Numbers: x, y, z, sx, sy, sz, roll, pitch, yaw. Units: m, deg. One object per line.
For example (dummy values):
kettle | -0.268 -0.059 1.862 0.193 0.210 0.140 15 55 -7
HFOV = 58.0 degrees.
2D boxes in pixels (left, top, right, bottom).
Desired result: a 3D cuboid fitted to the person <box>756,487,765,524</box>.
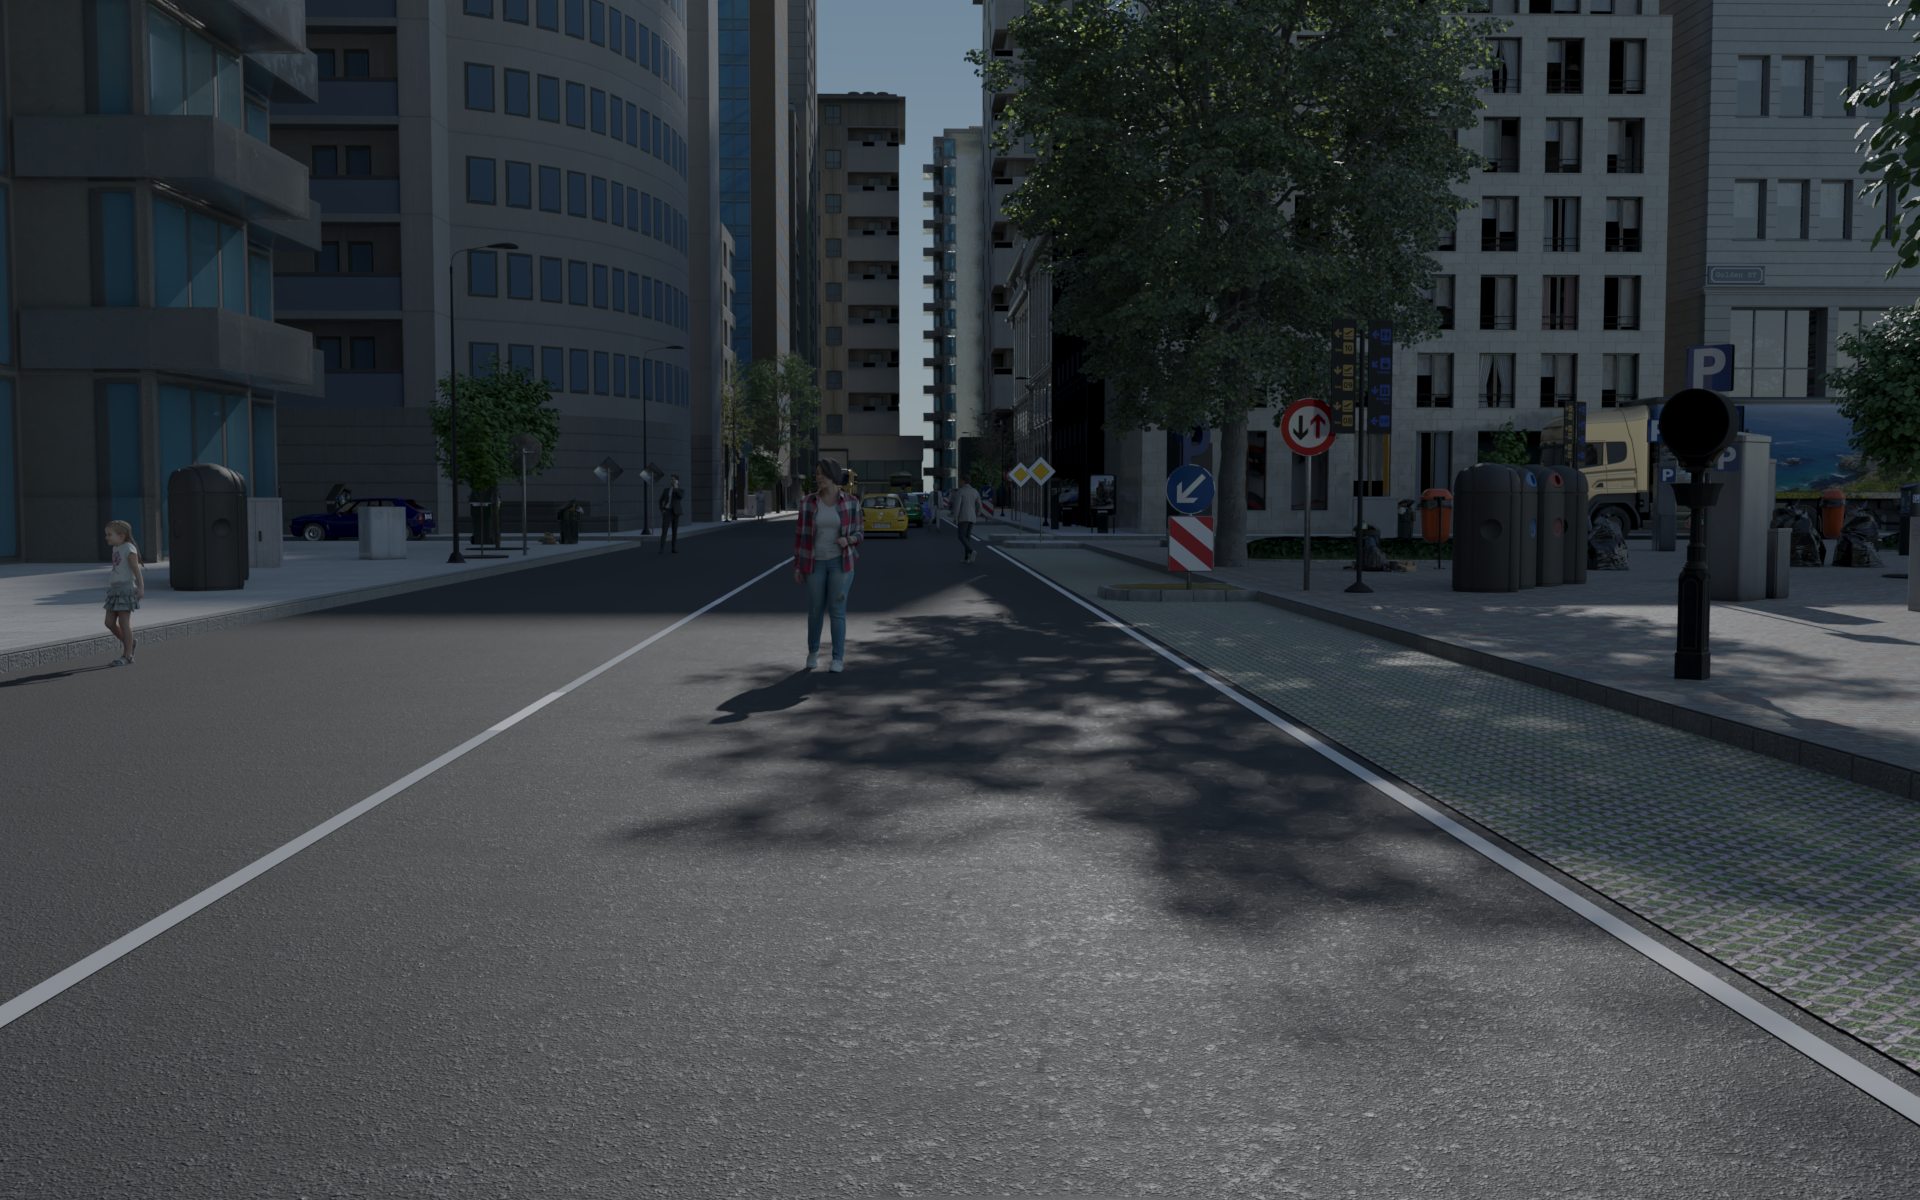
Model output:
person | -9.505 -4.498 82.606 0.480 1.755 0.524 -2 4 -26

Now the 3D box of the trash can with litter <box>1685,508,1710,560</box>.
trash can with litter | 10.914 -0.856 25.382 0.624 1.170 1.055 1 4 18

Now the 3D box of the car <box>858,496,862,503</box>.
car | -9.702 -10.498 181.873 2.015 1.641 3.980 0 4 -3

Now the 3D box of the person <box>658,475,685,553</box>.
person | -6.989 -2.088 42.008 0.648 1.900 0.474 -1 4 -13

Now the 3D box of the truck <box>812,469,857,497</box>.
truck | -9.644 -8.591 136.388 3.469 3.379 9.791 0 4 -1

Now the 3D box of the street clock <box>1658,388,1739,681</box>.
street clock | 5.089 -0.453 11.979 0.471 2.002 0.358 3 5 40

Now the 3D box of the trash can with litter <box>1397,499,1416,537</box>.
trash can with litter | 10.858 -1.945 43.193 0.624 1.170 1.055 -2 4 -28

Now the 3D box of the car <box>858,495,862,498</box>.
car | -11.314 -11.511 200.776 1.945 1.354 3.894 0 4 0

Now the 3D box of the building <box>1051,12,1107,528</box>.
building | 10.717 -14.908 73.424 12.332 23.373 15.834 0 4 -2

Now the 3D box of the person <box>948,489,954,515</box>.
person | -0.538 -6.283 111.711 0.515 1.767 0.782 0 4 8

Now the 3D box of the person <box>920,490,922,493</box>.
person | -3.897 -10.197 175.088 0.709 1.838 0.599 1 4 14

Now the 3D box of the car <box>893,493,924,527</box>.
car | -2.520 -4.091 75.680 1.959 1.807 4.718 0 4 -2

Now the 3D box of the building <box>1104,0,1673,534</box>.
building | 14.045 -12.567 60.224 16.860 20.320 10.420 0 4 -2

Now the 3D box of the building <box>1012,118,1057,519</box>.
building | 10.360 -15.387 93.376 13.314 21.916 24.055 0 4 -2

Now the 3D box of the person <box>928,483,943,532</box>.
person | -0.952 -3.494 65.501 0.514 1.842 0.818 -2 4 -28

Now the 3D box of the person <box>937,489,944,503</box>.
person | -1.508 -6.744 119.043 0.678 1.792 0.850 -2 4 -30

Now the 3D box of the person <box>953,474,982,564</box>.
person | 0.186 -1.675 35.734 0.661 1.843 0.795 -3 4 -36

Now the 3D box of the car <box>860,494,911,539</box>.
car | -2.601 -2.860 56.978 2.015 1.641 3.980 0 4 -3

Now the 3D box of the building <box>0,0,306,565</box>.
building | -28.848 -25.125 30.395 30.456 49.044 23.786 0 4 -2

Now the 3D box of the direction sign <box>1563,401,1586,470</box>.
direction sign | 14.990 -3.076 42.294 0.876 3.537 0.379 -3 4 -36

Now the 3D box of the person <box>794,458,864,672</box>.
person | -1.062 -0.290 14.077 0.563 1.720 0.643 0 4 3

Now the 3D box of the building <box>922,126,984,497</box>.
building | 10.376 -37.050 225.377 30.456 49.044 23.786 0 4 -2

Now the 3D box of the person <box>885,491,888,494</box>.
person | -6.888 -9.185 159.195 0.721 1.766 1.217 -2 4 -24

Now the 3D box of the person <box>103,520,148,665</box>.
person | -6.965 -0.064 14.561 0.505 1.210 0.382 3 4 36

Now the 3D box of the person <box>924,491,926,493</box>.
person | -3.926 -11.677 200.131 1.217 1.735 0.721 3 5 44

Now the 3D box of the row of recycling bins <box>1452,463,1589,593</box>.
row of recycling bins | 7.729 -1.028 23.915 1.069 1.692 3.534 3 4 38

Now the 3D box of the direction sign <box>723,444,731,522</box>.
direction sign | -10.603 -5.305 78.732 0.379 3.537 0.876 0 4 3

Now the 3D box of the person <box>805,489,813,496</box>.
person | -8.952 -5.732 102.793 0.524 1.755 0.480 0 4 2

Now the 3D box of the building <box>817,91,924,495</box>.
building | -18.680 -39.022 227.247 27.495 52.752 28.713 0 4 -2

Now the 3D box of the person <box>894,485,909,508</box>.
person | -2.355 -3.693 69.054 0.592 1.802 0.473 3 5 39

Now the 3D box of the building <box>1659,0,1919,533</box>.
building | 38.441 -17.335 60.925 29.804 29.767 11.434 0 4 -2

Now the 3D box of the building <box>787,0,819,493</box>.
building | -26.560 -46.144 192.709 20.611 71.187 20.563 0 4 -2

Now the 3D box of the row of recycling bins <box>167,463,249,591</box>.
row of recycling bins | -10.599 -1.059 24.431 1.069 1.692 3.534 -1 4 -21

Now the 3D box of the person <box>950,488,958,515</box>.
person | -0.270 -6.119 108.812 0.850 1.792 0.678 -2 4 -31

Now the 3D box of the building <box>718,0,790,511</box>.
building | -20.762 -29.674 135.286 14.600 45.320 14.200 0 4 -2

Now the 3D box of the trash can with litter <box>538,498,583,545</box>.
trash can with litter | -10.172 -2.002 44.122 1.055 1.170 0.624 -2 4 -33

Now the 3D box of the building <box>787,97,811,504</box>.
building | -22.436 -29.978 173.740 14.154 41.232 14.086 0 4 -2

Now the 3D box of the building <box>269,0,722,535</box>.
building | -21.394 -32.089 66.659 21.231 58.520 28.212 0 4 -2

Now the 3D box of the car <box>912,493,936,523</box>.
car | -2.007 -4.687 86.216 1.945 1.707 3.694 0 4 -2

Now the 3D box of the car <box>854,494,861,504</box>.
car | -12.186 -11.426 196.604 2.009 1.686 4.222 0 4 -2

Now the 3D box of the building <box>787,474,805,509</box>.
building | -30.338 -28.290 154.422 32.217 40.220 23.993 0 4 -2

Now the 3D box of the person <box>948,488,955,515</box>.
person | -0.500 -6.677 117.767 0.767 1.812 0.694 0 4 -7

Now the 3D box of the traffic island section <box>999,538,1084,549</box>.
traffic island section | 2.186 -1.478 46.443 2.009 0.180 2.903 0 4 -2

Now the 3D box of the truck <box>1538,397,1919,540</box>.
truck | 22.271 -3.808 51.167 11.283 4.237 2.839 0 4 -1

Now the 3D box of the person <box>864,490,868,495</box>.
person | -4.208 -4.128 77.804 0.330 1.601 0.589 0 4 3

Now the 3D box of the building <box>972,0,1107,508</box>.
building | 16.028 -34.890 159.686 28.713 52.752 27.495 0 4 -2

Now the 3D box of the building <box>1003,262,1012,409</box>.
building | 10.276 -16.888 117.915 13.314 21.916 24.055 0 4 -2

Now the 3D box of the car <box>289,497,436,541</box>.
car | -17.484 -2.334 50.748 3.894 1.354 1.945 0 4 -3

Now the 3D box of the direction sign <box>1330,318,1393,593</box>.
direction sign | 5.208 -1.866 22.510 0.876 3.537 0.379 -1 4 -16

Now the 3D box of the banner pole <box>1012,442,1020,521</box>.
banner pole | 2.633 -5.724 83.612 0.401 3.779 0.863 1 4 18

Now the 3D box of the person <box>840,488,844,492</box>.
person | -6.828 -5.621 100.748 0.721 1.781 0.623 1 4 11

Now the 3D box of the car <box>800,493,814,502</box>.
car | -7.658 -5.228 94.522 2.155 1.783 4.494 0 4 -4

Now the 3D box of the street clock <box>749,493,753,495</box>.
street clock | -13.893 -6.780 115.420 0.471 2.002 0.358 -1 4 -17

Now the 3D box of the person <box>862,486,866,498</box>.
person | -5.036 -5.022 90.496 0.818 1.842 0.514 -1 4 -15

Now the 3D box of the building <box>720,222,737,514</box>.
building | -28.734 -15.842 104.055 27.650 21.520 28.899 0 4 -2

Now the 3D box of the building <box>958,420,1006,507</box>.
building | 11.390 -53.519 187.712 22.319 86.520 31.000 0 4 -2

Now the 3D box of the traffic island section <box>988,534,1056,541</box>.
traffic island section | 1.923 -1.966 54.424 2.009 0.180 2.903 0 4 -2
